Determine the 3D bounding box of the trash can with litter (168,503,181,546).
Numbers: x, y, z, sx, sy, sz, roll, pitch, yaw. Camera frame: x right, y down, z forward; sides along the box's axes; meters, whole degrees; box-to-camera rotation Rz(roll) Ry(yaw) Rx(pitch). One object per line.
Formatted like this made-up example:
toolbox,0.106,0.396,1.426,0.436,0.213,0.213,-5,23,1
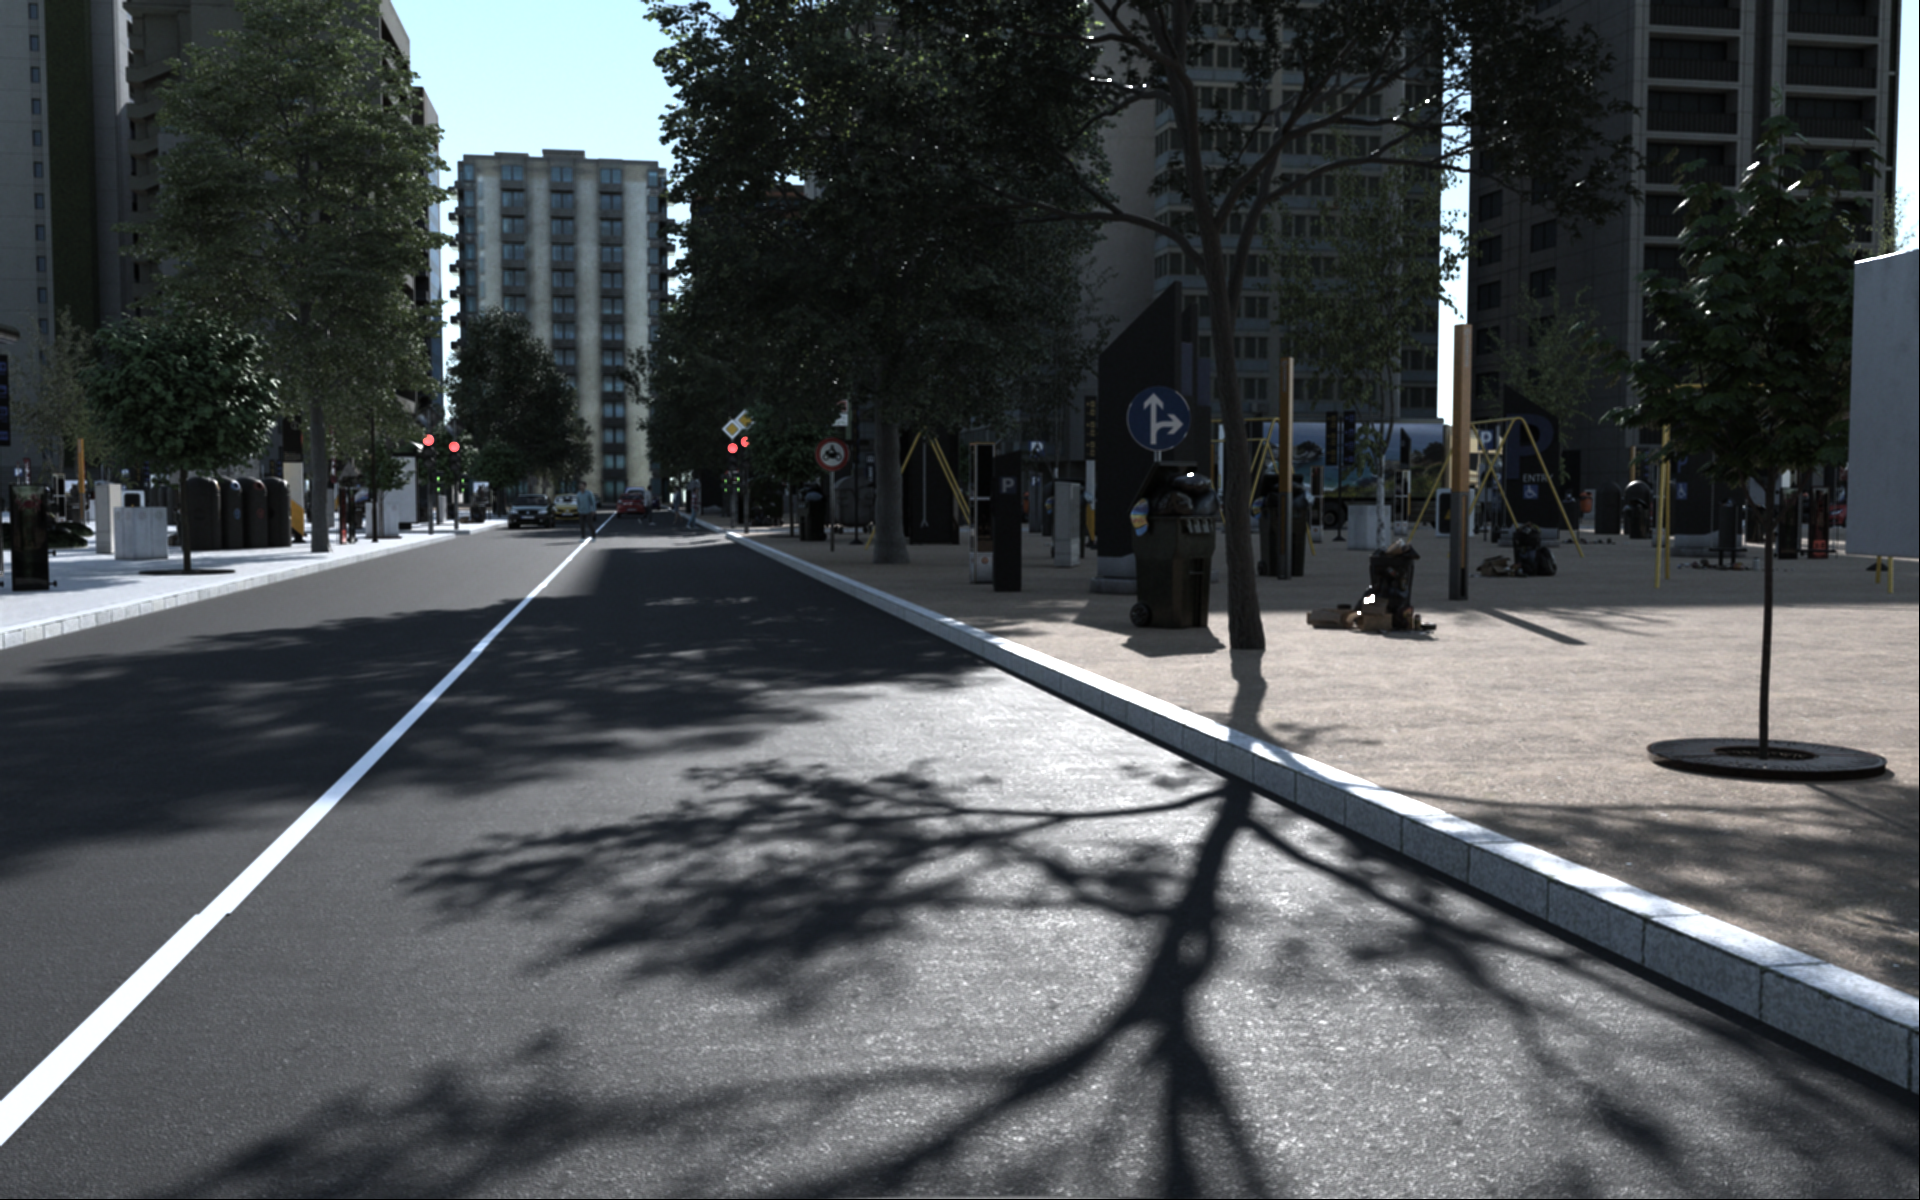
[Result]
trash can with litter,-19.197,-1.909,42.600,1.055,1.170,0.624,2,4,33

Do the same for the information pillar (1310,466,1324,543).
information pillar,9.354,-2.502,45.404,0.304,2.012,0.304,1,4,21

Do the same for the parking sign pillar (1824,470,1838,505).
parking sign pillar,40.908,-5.684,81.400,1.447,3.967,1.447,1,4,20

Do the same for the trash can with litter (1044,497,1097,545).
trash can with litter,3.128,-1.991,43.617,2.233,1.210,1.678,-1,4,-13

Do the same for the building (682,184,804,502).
building,-25.545,-36.253,247.363,28.867,44.769,22.147,-1,4,-11

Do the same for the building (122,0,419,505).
building,-61.548,-32.555,155.982,21.300,48.544,21.600,-1,4,-11

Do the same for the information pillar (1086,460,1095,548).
information pillar,3.140,-3.075,41.626,0.183,3.616,0.504,-1,4,-13

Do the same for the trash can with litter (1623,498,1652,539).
trash can with litter,19.583,-2.338,49.615,1.055,1.170,0.624,-1,4,-21

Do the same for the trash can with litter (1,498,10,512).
trash can with litter,-69.239,-6.977,125.459,1.055,1.170,0.624,-2,4,-35

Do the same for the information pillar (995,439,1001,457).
information pillar,1.537,-5.052,73.958,0.504,3.616,0.183,-1,4,-14

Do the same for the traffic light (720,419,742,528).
traffic light,-8.490,-4.621,64.481,0.839,4.253,0.868,-1,4,-11

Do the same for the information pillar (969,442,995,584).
information pillar,0.317,-1.238,24.739,0.304,2.012,0.304,-1,4,-15

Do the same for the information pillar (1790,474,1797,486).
information pillar,21.285,-2.452,44.583,0.304,2.012,0.304,-1,4,-14

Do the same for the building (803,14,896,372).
building,-2.472,-36.781,190.600,28.713,52.752,27.495,-1,4,-11

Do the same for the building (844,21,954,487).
building,-3.500,-28.816,154.731,14.154,41.232,14.086,-1,4,-11

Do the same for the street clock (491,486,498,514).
street clock,-30.638,-6.693,113.993,0.358,2.002,0.471,2,4,30

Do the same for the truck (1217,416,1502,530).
truck,15.302,-4.613,64.332,11.283,4.237,2.839,-1,4,-11

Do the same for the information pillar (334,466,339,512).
information pillar,-44.213,-8.041,122.829,0.183,3.616,0.504,0,4,7

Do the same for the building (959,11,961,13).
building,4.055,-57.457,252.094,31.000,86.520,22.319,-1,4,-11

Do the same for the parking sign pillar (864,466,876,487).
parking sign pillar,-6.361,-8.256,123.464,1.447,3.967,1.447,-2,4,-30

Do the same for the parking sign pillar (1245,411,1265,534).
parking sign pillar,9.305,-4.178,56.788,1.447,3.967,1.447,2,4,24

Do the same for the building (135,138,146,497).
building,-77.647,-30.575,183.488,14.086,41.232,14.154,-1,4,-11

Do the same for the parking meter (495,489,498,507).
parking meter,-35.494,-7.795,133.159,0.399,1.863,0.255,-2,4,-28

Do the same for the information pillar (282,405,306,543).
information pillar,-17.445,-3.302,45.350,0.504,3.616,0.183,-1,4,-9

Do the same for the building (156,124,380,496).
building,-55.023,-22.483,139.294,14.160,30.474,14.107,-1,4,-11

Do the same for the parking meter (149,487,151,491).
parking meter,-59.251,-7.420,127.027,0.255,1.863,0.399,1,4,15

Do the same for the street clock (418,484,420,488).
street clock,-27.288,-5.024,86.716,0.471,2.002,0.358,2,4,33

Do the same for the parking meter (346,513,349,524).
parking meter,-26.736,-4.097,75.402,0.372,1.533,0.369,0,3,0

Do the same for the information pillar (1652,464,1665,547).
information pillar,16.910,-2.281,41.782,0.304,2.012,0.304,0,4,4

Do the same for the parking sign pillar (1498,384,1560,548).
parking sign pillar,13.838,-3.275,42.018,1.447,3.967,1.447,1,4,14

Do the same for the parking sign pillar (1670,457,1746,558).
parking sign pillar,15.332,-2.870,35.393,1.447,3.967,1.447,-1,4,-13

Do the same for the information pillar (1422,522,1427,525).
information pillar,19.047,-4.864,70.889,0.183,3.616,0.504,1,4,15

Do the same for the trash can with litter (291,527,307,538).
trash can with litter,-20.160,-2.495,51.846,1.678,1.210,2.233,-1,4,-14

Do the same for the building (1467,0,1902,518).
building,43.534,-40.389,98.605,20.611,71.187,20.563,-1,4,-11

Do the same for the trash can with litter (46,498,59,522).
trash can with litter,-32.251,-3.083,61.789,0.624,1.170,1.055,3,4,39

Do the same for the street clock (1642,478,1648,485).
street clock,31.171,-4.545,78.876,0.358,2.002,0.471,2,4,29

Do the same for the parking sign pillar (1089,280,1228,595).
parking sign pillar,2.412,-2.084,22.552,1.447,3.967,1.447,-3,5,-43

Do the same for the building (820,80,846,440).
building,-5.915,-31.737,169.010,14.600,45.320,14.200,-1,4,-11

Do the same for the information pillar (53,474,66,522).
information pillar,-32.539,-3.553,62.585,0.304,2.012,0.304,3,4,36

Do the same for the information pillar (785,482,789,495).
information pillar,-12.852,-8.418,128.993,0.183,3.616,0.504,-3,5,-41

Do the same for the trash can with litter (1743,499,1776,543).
trash can with litter,21.138,-2.091,45.567,1.055,1.170,0.624,0,4,3

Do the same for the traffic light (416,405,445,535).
traffic light,-16.753,-4.029,54.792,0.839,4.253,0.868,-1,4,-11

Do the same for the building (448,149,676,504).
building,-55.344,-38.147,243.313,30.456,49.044,23.786,-1,4,-11

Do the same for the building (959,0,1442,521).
building,13.225,-24.764,96.775,23.993,40.220,32.217,-1,4,-11

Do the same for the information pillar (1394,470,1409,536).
information pillar,13.525,-2.972,53.087,0.304,2.012,0.304,-3,5,-42

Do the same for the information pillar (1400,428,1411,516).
information pillar,15.642,-4.253,60.890,0.183,3.616,0.504,-2,4,-25

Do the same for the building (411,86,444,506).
building,-63.761,-32.779,186.040,14.200,45.320,14.600,-1,4,-11

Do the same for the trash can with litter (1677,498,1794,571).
trash can with litter,13.206,-1.154,29.922,1.678,1.210,2.233,0,4,1

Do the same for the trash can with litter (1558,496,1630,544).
trash can with litter,16.155,-2.071,44.911,2.233,1.210,1.678,2,4,33

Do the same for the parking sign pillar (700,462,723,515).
parking sign pillar,-15.483,-7.308,107.965,1.447,3.967,1.447,1,4,9

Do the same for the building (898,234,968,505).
building,9.677,-17.419,129.847,27.650,21.520,28.899,-1,4,-11

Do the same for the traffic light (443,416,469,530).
traffic light,-18.228,-4.509,62.641,0.839,4.253,0.868,-1,4,-11

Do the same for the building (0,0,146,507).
building,-97.889,-38.754,175.629,28.212,58.520,21.231,-1,4,-11

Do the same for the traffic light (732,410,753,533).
traffic light,-7.015,-4.141,56.632,0.839,4.253,0.868,-1,4,-11

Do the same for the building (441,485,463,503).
building,-84.676,-39.747,239.107,27.495,52.752,28.713,-1,4,-11
